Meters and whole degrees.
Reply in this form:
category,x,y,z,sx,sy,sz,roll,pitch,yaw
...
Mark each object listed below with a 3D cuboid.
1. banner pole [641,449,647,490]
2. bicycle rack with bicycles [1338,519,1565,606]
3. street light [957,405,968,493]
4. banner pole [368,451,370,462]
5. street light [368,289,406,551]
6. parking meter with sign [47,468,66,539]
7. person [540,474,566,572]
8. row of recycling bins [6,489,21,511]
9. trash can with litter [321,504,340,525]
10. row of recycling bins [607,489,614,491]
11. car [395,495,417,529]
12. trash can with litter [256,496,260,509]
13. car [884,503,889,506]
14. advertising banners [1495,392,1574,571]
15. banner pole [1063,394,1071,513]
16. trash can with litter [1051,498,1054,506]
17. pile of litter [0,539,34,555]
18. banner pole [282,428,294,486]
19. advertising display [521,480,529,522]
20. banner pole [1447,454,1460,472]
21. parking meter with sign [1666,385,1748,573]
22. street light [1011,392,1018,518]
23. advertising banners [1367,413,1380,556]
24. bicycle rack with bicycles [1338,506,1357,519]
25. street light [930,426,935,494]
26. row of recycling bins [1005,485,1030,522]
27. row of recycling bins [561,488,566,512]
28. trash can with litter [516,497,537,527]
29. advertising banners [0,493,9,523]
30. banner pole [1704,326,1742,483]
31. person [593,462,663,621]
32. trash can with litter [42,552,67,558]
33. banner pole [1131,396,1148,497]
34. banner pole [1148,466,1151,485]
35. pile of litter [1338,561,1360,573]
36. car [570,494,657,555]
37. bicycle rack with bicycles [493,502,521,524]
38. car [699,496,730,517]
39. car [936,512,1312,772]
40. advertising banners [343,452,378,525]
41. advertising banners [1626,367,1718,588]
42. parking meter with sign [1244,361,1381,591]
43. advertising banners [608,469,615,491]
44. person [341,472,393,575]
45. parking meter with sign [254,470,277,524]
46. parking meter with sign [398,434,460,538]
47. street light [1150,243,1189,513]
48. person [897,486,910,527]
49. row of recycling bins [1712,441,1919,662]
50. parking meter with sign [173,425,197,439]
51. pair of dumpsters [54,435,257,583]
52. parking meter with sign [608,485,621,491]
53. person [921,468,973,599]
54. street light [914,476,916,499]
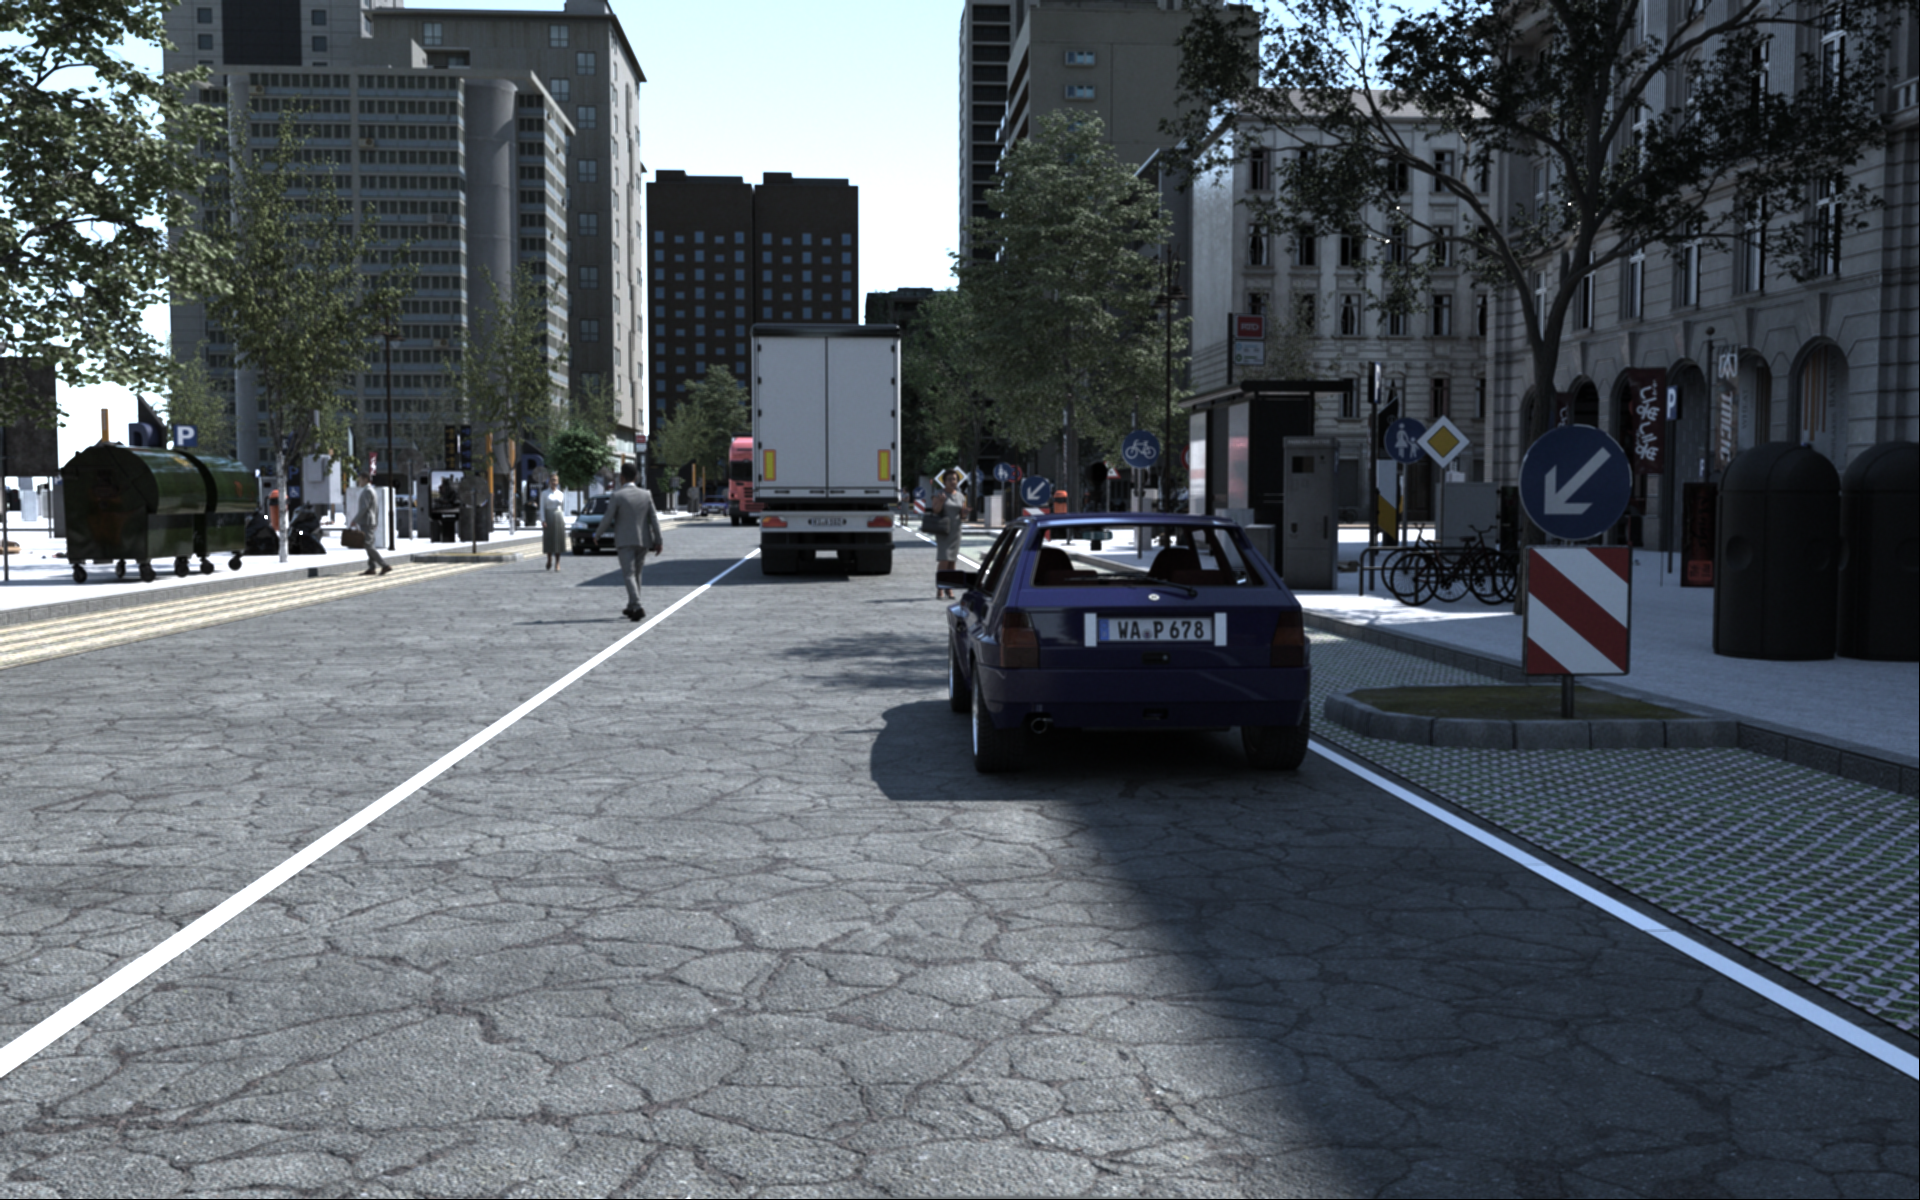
category,x,y,z,sx,sy,sz,roll,pitch,yaw
banner pole,-17.601,-6.520,96.614,0.401,3.779,0.863,-3,4,-36
bicycle rack with bicycles,6.219,-0.462,20.939,2.925,0.926,2.852,0,4,-6
street light,0.117,-7.026,87.656,0.468,5.910,1.993,0,4,-4
banner pole,-34.439,-6.815,101.444,0.401,3.779,0.863,1,4,12
street light,-12.892,-4.057,39.116,0.468,5.910,1.993,0,4,-4
parking meter with sign,-26.155,-3.328,50.677,0.543,3.016,1.738,0,4,5
person,-7.577,-1.434,32.178,0.478,1.798,0.641,-1,4,-19
row of recycling bins,-71.151,-7.481,129.430,1.069,1.692,3.534,3,5,41
trash can with litter,-27.559,-3.827,73.630,2.233,1.210,1.678,-1,4,-19
row of recycling bins,-26.037,-7.514,129.969,3.534,1.692,1.069,3,4,36
car,-19.895,-3.130,63.175,4.499,1.417,2.014,0,4,-3
trash can with litter,-33.145,-4.363,82.720,1.055,1.170,0.624,1,4,20
car,-4.125,-3.834,74.491,2.131,1.459,4.920,0,4,-3
advertising banners,9.744,-2.025,29.292,2.074,3.025,0.090,-3,4,-37
banner pole,2.681,-3.277,43.591,0.401,3.779,0.863,-1,4,-9
trash can with litter,4.250,-4.344,82.414,1.055,1.170,0.624,3,5,45
pile of litter,-20.521,-1.393,36.738,1.176,0.858,1.719,3,5,42
banner pole,-25.638,-4.657,66.155,0.863,3.779,0.401,0,4,6
advertising display,-19.908,-4.534,79.348,0.123,1.923,0.974,-2,4,-28
banner pole,22.511,-5.456,79.220,0.863,3.779,0.401,-1,4,-21
parking meter with sign,12.346,-1.938,27.952,1.738,3.016,0.543,0,4,5
street light,1.950,-5.327,59.879,0.468,5.910,1.993,0,4,-4
advertising banners,8.798,-2.490,36.898,0.090,3.025,2.074,0,4,8
bicycle rack with bicycles,15.767,-3.763,74.912,2.925,0.926,2.852,1,4,9
street light,-1.790,-8.712,115.227,0.468,5.910,1.993,0,4,-4
row of recycling bins,2.820,-4.440,79.713,1.069,1.692,3.534,-1,4,-10
row of recycling bins,-29.607,-7.447,128.875,1.069,1.692,3.534,-1,4,-11
trash can with litter,-17.032,-3.440,67.631,1.055,1.170,0.624,-1,4,-9
advertising banners,-43.259,-4.916,76.559,2.074,3.025,0.090,-2,4,-25
banner pole,11.274,-2.186,25.762,0.401,3.779,0.863,-1,4,-17
person,-3.755,-0.671,19.753,0.678,1.792,0.850,-2,4,-35
trash can with litter,-17.804,-1.476,35.188,1.678,1.210,2.233,-3,5,-44
banner pole,4.475,-3.331,44.483,0.401,3.779,0.863,0,4,-5
banner pole,6.523,-4.335,60.892,0.401,3.779,0.863,-1,4,-19
pile of litter,6.134,-0.925,29.094,1.176,0.858,1.719,1,4,12
car,-8.372,-1.981,42.178,2.009,1.686,4.222,0,4,-3
bicycle rack with bicycles,-20.632,-3.808,75.645,2.925,0.926,2.852,-2,4,-31
car,-15.516,-5.950,109.859,1.945,1.354,3.894,0,4,-4
car,0.849,0.139,10.300,1.945,1.354,3.894,0,4,-3
advertising banners,-24.492,-4.567,70.850,0.090,3.025,2.074,1,4,22
advertising banners,10.209,-1.685,23.744,2.074,3.025,0.090,1,4,21
parking meter with sign,4.713,-1.652,23.264,1.738,3.016,0.543,1,4,22
advertising banners,-18.161,-5.955,93.549,2.074,3.025,0.090,0,4,7
person,-10.421,-1.334,30.432,0.853,1.813,0.709,-1,4,-14
parking meter with sign,-29.991,-4.821,75.081,1.738,3.016,0.543,-2,4,-28
parking meter with sign,-15.491,-3.317,50.494,1.738,3.016,0.543,-1,4,-10
street light,3.861,-3.628,32.111,0.468,5.910,1.993,0,4,-4
person,-2.554,-4.115,76.139,0.532,1.782,0.716,-3,5,-42
row of recycling bins,7.797,-0.395,13.578,3.534,1.692,1.069,0,4,2
parking meter with sign,-19.902,-2.950,44.499,0.543,3.016,1.738,-2,4,-26
pair of dumpsters,-12.430,-1.497,26.962,1.574,2.255,4.437,0,4,-4
parking meter with sign,-23.689,-7.589,120.345,1.738,3.016,0.543,1,4,17
person,-0.186,-0.901,23.587,0.716,1.782,0.532,-2,4,-29
street light,-3.707,-10.364,142.233,0.468,5.910,1.993,0,4,-4
